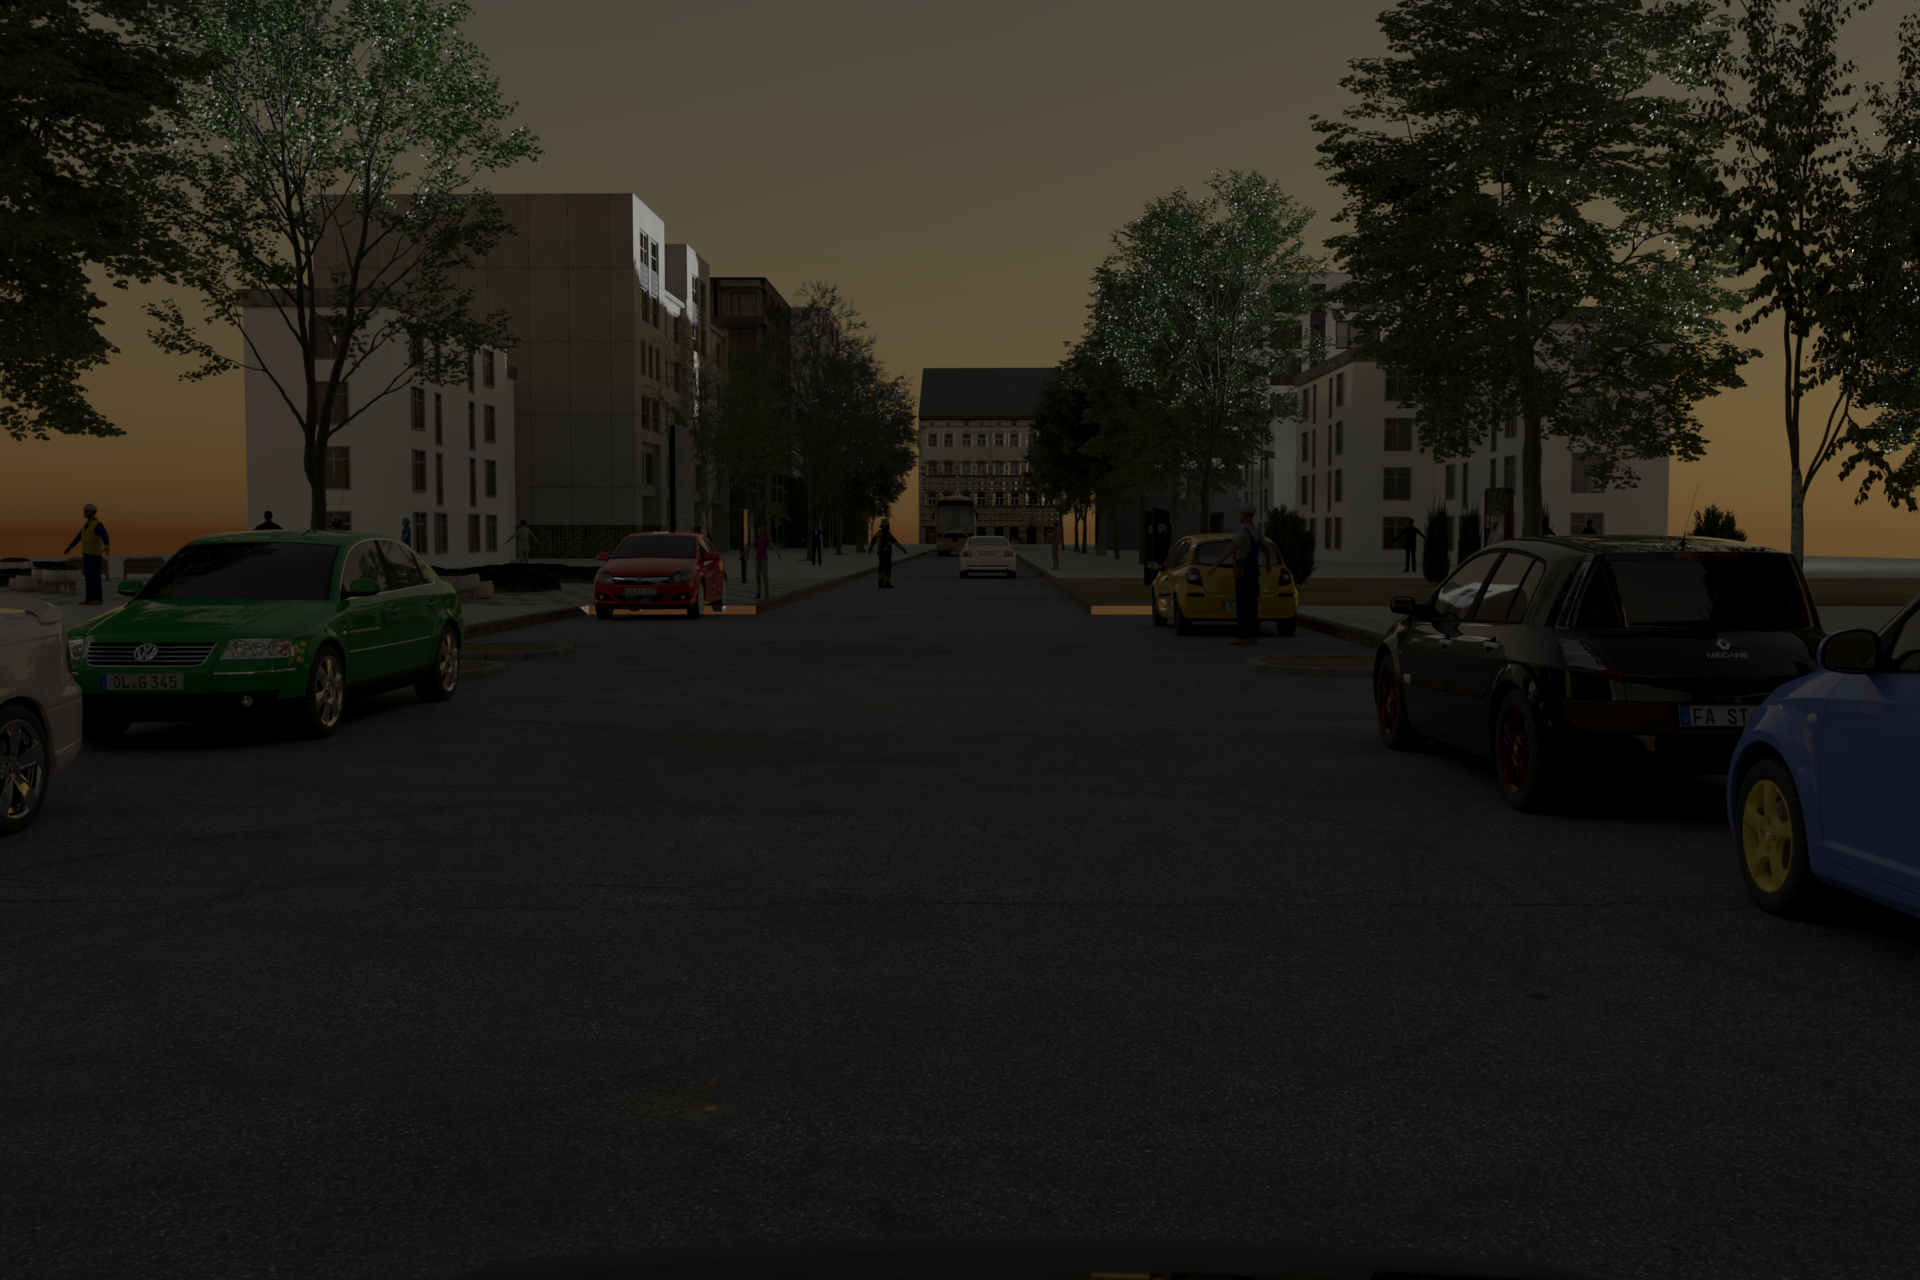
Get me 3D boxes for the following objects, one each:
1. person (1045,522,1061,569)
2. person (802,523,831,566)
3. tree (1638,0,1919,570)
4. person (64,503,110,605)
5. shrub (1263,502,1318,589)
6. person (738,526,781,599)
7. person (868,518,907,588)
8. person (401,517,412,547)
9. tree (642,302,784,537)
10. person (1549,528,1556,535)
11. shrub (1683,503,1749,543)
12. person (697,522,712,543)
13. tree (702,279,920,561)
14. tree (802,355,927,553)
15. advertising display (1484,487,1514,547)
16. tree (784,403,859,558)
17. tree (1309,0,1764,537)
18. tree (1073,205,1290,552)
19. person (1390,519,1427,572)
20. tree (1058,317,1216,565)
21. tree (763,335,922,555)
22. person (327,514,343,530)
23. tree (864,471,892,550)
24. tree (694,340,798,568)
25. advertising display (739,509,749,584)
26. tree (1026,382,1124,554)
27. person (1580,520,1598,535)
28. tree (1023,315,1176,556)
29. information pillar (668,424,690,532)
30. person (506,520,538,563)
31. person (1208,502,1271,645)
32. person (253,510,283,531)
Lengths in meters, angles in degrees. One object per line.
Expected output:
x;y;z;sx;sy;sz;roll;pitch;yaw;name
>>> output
3.396;-3.439;63.030;0.721;1.733;1.217;2;4;29;person
-5.837;-3.899;70.463;1.216;1.740;0.721;0;4;-2;person
9.754;-4.229;19.509;4.737;8.622;4.395;0;3;0;tree
-15.733;-1.551;31.331;1.349;1.833;0.705;2;4;33;person
7.451;-2.175;39.976;1.690;2.028;1.600;0;3;0;shrub
-3.940;-1.522;34.156;0.991;1.433;0.599;2;4;26;person
-1.964;-2.297;45.788;1.354;1.856;0.705;3;5;40;person
-17.855;-3.036;55.763;0.704;1.817;1.347;-1;4;-12;person
-8.487;-6.451;55.832;4.360;8.622;3.978;0;3;0;tree
18.487;-2.994;54.883;1.347;1.837;0.705;3;5;41;person
17.902;-2.246;41.135;1.690;2.028;1.600;0;3;0;shrub
-10.443;-3.875;69.823;0.721;1.772;1.216;3;5;40;person
-7.054;-10.538;82.668;12.009;13.543;11.850;0;3;0;tree
-6.902;-13.041;119.877;9.857;13.997;8.962;0;3;0;tree
7.465;-1.151;24.035;0.123;1.923;0.974;0;4;1;advertising display
-7.458;-8.727;93.052;4.360;8.622;3.978;0;3;0;tree
9.519;-6.835;29.876;7.486;12.596;7.792;0;3;0;tree
7.593;-8.689;60.189;7.486;12.596;7.792;0;3;0;tree
15.210;-3.196;58.476;1.346;1.802;0.704;0;4;-5;person
7.393;-8.438;72.378;7.601;10.594;8.767;-3;5;-42;tree
-7.467;-12.008;106.700;12.009;13.543;11.850;0;3;0;tree
-18.019;-2.716;50.178;0.705;1.858;1.354;0;4;-1;person
-6.992;-11.196;133.418;4.360;8.622;3.978;0;3;0;tree
-7.893;-7.025;65.223;4.737;8.622;4.395;0;3;0;tree
-5.642;-2.451;45.295;0.123;1.923;0.974;0;4;0;advertising display
8.078;-11.460;113.122;9.928;11.665;9.643;0;3;0;tree
23.009;-3.490;63.242;0.705;1.806;1.347;-1;4;-22;person
8.192;-11.876;100.833;9.857;13.997;8.962;0;3;0;tree
-6.146;-2.853;37.963;0.184;3.620;1.656;0;4;1;information pillar
-16.062;-3.515;63.656;0.705;1.806;1.347;3;5;44;person
3.691;-0.864;22.438;0.705;1.847;1.347;3;5;43;person
-15.502;-2.001;38.849;1.346;1.812;0.704;-2;4;-29;person
